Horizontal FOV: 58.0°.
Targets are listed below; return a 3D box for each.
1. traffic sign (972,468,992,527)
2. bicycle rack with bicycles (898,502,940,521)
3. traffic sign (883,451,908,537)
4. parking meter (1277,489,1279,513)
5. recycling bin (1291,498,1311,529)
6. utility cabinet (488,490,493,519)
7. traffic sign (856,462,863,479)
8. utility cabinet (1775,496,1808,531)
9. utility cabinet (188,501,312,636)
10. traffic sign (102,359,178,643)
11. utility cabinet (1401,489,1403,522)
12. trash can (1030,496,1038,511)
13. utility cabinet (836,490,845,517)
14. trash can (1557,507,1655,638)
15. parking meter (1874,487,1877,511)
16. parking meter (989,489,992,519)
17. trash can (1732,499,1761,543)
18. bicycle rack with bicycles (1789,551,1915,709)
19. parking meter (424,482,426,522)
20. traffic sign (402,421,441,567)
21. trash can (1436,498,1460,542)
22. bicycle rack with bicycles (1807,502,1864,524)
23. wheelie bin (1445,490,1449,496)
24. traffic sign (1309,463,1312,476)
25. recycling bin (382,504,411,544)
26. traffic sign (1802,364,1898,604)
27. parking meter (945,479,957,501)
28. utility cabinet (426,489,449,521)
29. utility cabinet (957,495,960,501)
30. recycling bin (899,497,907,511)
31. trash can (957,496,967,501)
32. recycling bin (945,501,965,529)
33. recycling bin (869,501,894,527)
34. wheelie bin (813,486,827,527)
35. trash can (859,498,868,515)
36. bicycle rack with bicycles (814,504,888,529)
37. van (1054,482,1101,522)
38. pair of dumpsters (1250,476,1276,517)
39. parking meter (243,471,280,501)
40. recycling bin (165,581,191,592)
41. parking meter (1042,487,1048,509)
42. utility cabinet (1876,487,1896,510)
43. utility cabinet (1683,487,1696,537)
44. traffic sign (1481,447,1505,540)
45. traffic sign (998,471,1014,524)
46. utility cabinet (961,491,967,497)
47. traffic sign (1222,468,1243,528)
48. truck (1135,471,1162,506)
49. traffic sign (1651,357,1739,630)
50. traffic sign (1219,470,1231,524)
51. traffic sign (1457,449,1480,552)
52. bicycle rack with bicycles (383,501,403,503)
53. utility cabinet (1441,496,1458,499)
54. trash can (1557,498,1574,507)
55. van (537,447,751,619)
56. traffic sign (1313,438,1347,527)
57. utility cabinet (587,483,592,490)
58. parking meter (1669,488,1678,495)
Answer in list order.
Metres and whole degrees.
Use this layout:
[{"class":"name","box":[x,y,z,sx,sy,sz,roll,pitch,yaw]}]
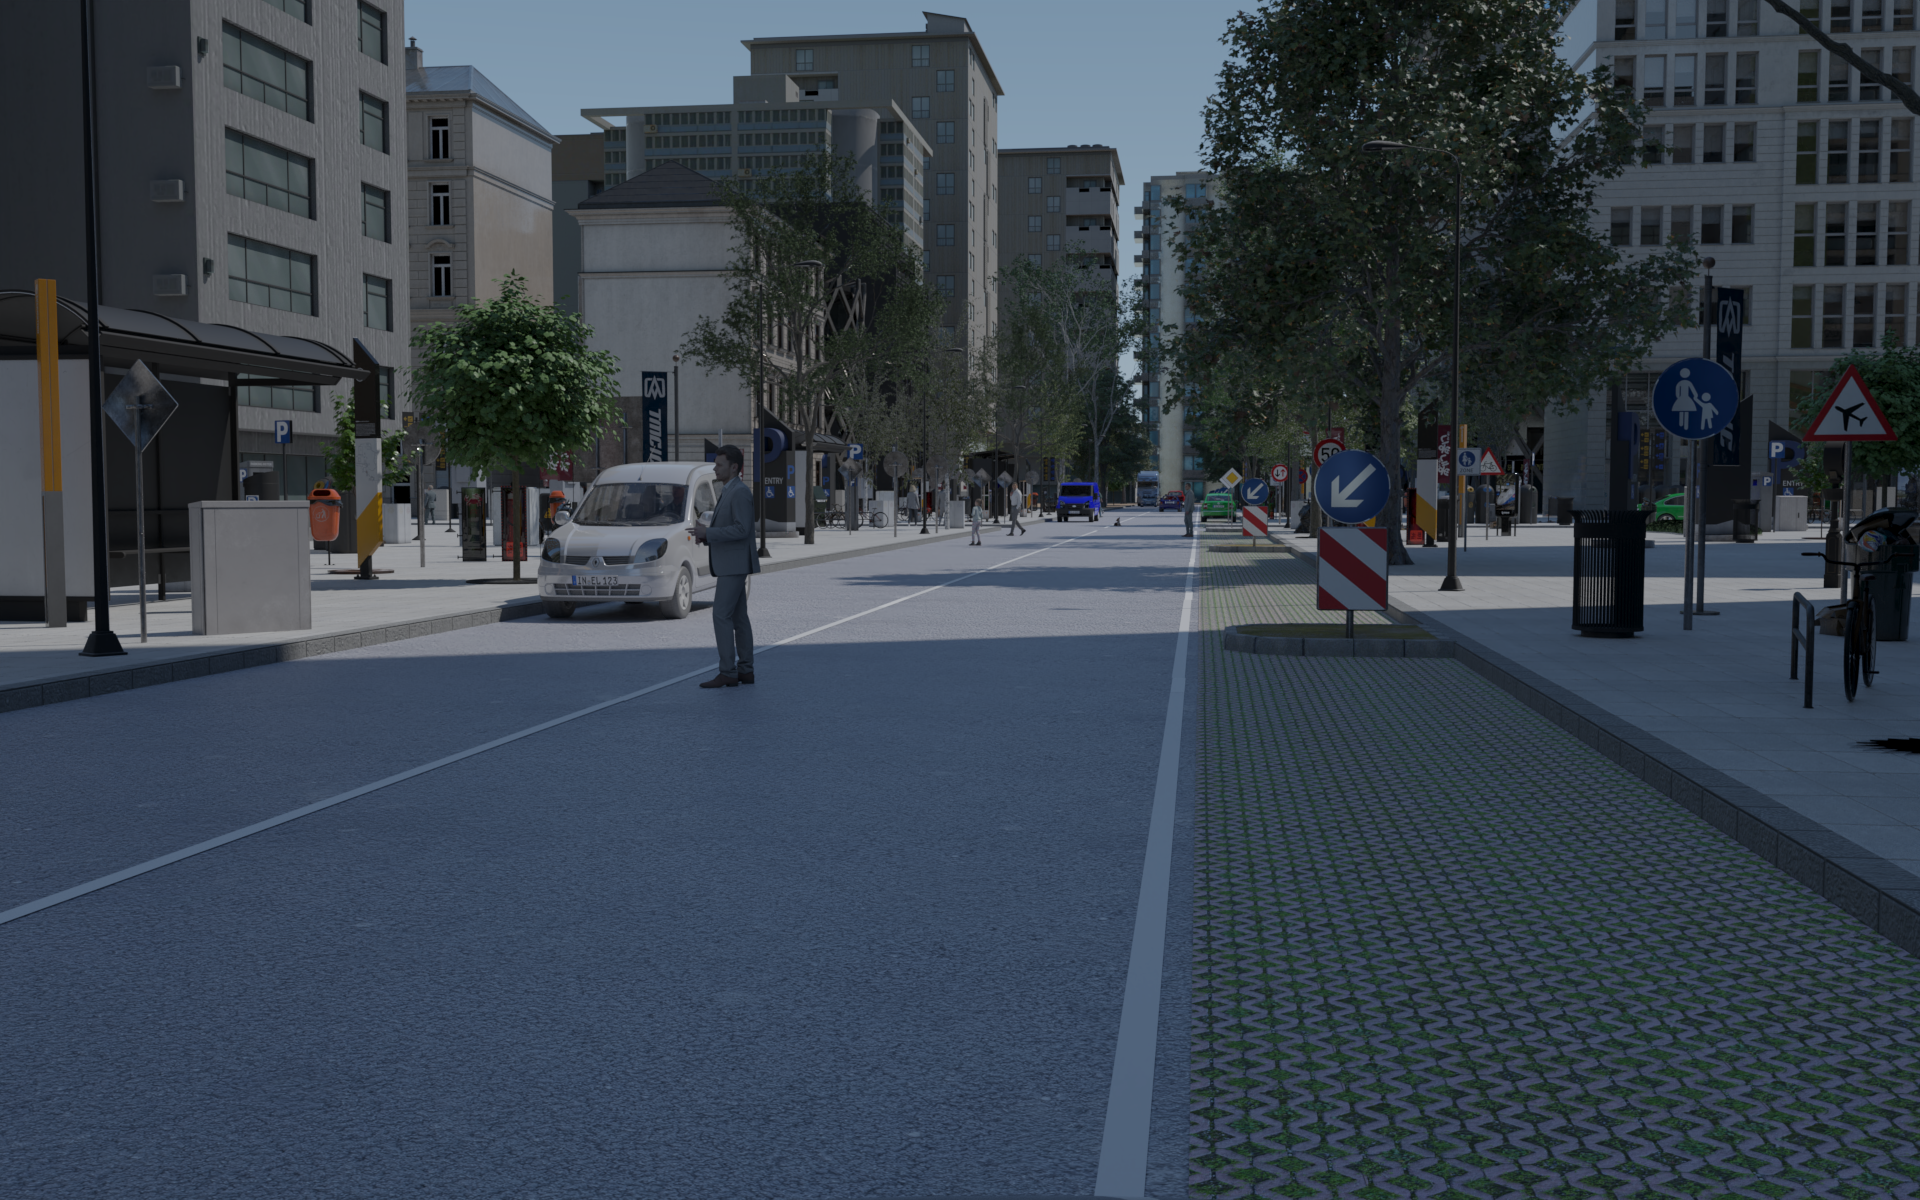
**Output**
[{"class":"traffic sign","box":[0.835,-3.865,66.831,0.795,2.450,0.064,0,4,8]},{"class":"bicycle rack with bicycles","box":[-2.242,-4.248,82.837,2.925,0.926,2.852,0,4,5]},{"class":"traffic sign","box":[-1.920,-3.136,51.373,0.768,2.556,0.104,1,4,15]},{"class":"parking meter","box":[21.603,-6.806,116.984,0.255,1.863,0.399,-2,4,-29]},{"class":"recycling bin","box":[12.568,-3.099,63.225,0.722,1.027,0.722,-2,4,-33]},{"class":"utility cabinet","box":[-22.935,-4.740,86.174,1.173,1.500,0.318,2,4,33]},{"class":"traffic sign","box":[-4.119,-4.079,66.805,0.768,2.556,0.104,1,4,16]},{"class":"utility cabinet","box":[28.575,-2.959,59.545,1.020,1.237,0.306,0,4,-7]},{"class":"utility cabinet","box":[-6.593,-0.302,16.106,0.306,1.237,1.020,3,5,43]},{"class":"traffic sign","box":[-7.038,-0.837,14.870,0.795,2.450,0.064,1,4,17]},{"class":"utility cabinet","box":[19.740,-4.249,78.157,0.318,1.500,1.173,0,4,7]},{"class":"trash can","box":[5.515,-7.229,129.854,0.748,1.137,0.748,0,3,0]},{"class":"utility cabinet","box":[-6.852,-5.378,96.613,1.173,1.500,0.318,3,5,45]},{"class":"trash can","box":[5.835,-0.240,15.578,0.748,1.137,0.748,0,3,0]},{"class":"parking meter","box":[40.858,-4.362,77.030,0.399,1.863,0.255,2,4,28]},{"class":"parking meter","box":[1.464,-4.996,90.100,0.372,1.533,0.369,0,3,0]},{"class":"trash can","box":[20.618,-2.067,45.452,0.748,1.137,0.748,0,3,0]},{"class":"bicycle rack with bicycles","box":[6.424,0.151,10.906,2.852,0.926,2.925,2,4,24]},{"class":"parking meter","box":[-24.439,-4.467,78.746,0.255,1.863,0.399,0,4,-7]},{"class":"traffic sign","box":[-9.413,-1.845,30.268,0.768,2.556,0.104,1,4,13]},{"class":"trash can","box":[13.416,-2.263,48.658,0.748,1.137,0.748,0,3,0]},{"class":"bicycle rack with bicycles","box":[36.961,-3.708,74.012,2.925,0.926,2.852,-1,4,-19]},{"class":"wheelie bin","box":[24.768,-4.835,86.960,0.980,1.594,0.693,-3,5,-41]},{"class":"traffic sign","box":[13.334,-3.927,64.308,0.768,2.556,0.104,1,4,14]},{"class":"recycling bin","box":[-14.722,-1.978,44.892,0.722,1.027,0.722,1,4,12]},{"class":"traffic sign","box":[8.950,-1.069,17.476,0.884,2.594,0.081,1,4,12]},{"class":"parking meter","box":[-0.340,-3.715,66.453,0.399,1.863,0.255,3,5,40]},{"class":"utility cabinet","box":[-24.893,-4.524,82.653,1.173,1.500,0.318,1,4,19]},{"class":"utility cabinet","box":[-0.548,-7.771,138.217,1.020,1.237,0.306,0,4,3]},{"class":"recycling bin","box":[-4.013,-7.070,128.141,0.722,1.027,0.722,-2,4,-33]},{"class":"trash can","box":[0.211,-5.935,108.683,0.748,1.137,0.748,0,3,0]},{"class":"recycling bin","box":[-0.193,-3.188,64.675,0.722,1.027,0.722,0,4,2]},{"class":"recycling bin","box":[-3.059,-3.350,67.328,0.722,1.027,0.722,3,4,36]},{"class":"wheelie bin","box":[-5.628,-3.626,67.197,0.693,1.594,0.980,3,5,41]},{"class":"trash can","box":[-5.943,-5.783,106.205,0.748,1.137,0.748,0,3,0]},{"class":"bicycle rack with bicycles","box":[-4.423,-3.086,63.832,2.925,0.926,2.852,1,4,22]},{"class":"van","box":[6.129,-5.209,89.557,2.240,2.365,5.245,1,4,9]},{"class":"pair of dumpsters","box":[16.623,-5.683,95.406,1.574,2.255,4.437,0,4,8]},{"class":"parking meter","box":[-7.670,-0.650,19.046,0.372,1.533,0.369,0,3,0]},{"class":"recycling bin","box":[-10.142,-0.638,22.979,0.722,1.027,0.722,0,4,-2]},{"class":"parking meter","box":[6.726,-8.056,137.428,0.399,1.863,0.255,-1,4,-13]},{"class":"utility cabinet","box":[29.577,-2.810,54.616,1.173,1.500,0.318,3,4,37]},{"class":"utility cabinet","box":[21.722,-2.554,50.442,1.173,1.500,0.318,1,4,22]},{"class":"traffic sign","box":[14.620,-2.935,47.988,0.884,2.594,0.081,1,4,15]},{"class":"traffic sign","box":[1.933,-4.349,74.740,0.795,2.450,0.064,0,4,8]},{"class":"utility cabinet","box":[0.651,-7.774,135.783,1.173,1.500,0.318,1,4,9]},{"class":"traffic sign","box":[10.287,-3.784,65.504,0.795,2.450,0.064,0,4,8]},{"class":"truck","box":[23.000,-13.374,208.416,2.967,4.110,18.799,1,4,9]},{"class":"traffic sign","box":[6.871,-0.989,16.272,0.768,2.556,0.104,1,4,10]},{"class":"traffic sign","box":[11.384,-4.267,73.414,0.795,2.450,0.064,0,4,8]},{"class":"traffic sign","box":[11.249,-2.225,38.503,0.606,2.300,0.079,1,4,10]},{"class":"bicycle rack with bicycles","box":[-39.894,-6.341,117.063,2.925,0.926,2.852,2,4,32]},{"class":"utility cabinet","box":[18.061,-3.232,64.004,0.306,1.237,1.020,0,4,-4]},{"class":"trash can","box":[24.869,-3.641,71.188,0.748,1.137,0.748,0,3,0]},{"class":"van","box":[-3.783,-0.872,21.267,2.013,2.044,4.112,0,4,8]},{"class":"traffic sign","box":[8.416,-2.405,39.427,0.768,2.556,0.104,1,4,9]},{"class":"utility cabinet","box":[-6.826,-1.580,34.516,1.173,1.500,0.318,1,4,17]},{"class":"parking meter","box":[29.293,-3.837,71.138,0.372,1.533,0.369,0,3,0]}]
